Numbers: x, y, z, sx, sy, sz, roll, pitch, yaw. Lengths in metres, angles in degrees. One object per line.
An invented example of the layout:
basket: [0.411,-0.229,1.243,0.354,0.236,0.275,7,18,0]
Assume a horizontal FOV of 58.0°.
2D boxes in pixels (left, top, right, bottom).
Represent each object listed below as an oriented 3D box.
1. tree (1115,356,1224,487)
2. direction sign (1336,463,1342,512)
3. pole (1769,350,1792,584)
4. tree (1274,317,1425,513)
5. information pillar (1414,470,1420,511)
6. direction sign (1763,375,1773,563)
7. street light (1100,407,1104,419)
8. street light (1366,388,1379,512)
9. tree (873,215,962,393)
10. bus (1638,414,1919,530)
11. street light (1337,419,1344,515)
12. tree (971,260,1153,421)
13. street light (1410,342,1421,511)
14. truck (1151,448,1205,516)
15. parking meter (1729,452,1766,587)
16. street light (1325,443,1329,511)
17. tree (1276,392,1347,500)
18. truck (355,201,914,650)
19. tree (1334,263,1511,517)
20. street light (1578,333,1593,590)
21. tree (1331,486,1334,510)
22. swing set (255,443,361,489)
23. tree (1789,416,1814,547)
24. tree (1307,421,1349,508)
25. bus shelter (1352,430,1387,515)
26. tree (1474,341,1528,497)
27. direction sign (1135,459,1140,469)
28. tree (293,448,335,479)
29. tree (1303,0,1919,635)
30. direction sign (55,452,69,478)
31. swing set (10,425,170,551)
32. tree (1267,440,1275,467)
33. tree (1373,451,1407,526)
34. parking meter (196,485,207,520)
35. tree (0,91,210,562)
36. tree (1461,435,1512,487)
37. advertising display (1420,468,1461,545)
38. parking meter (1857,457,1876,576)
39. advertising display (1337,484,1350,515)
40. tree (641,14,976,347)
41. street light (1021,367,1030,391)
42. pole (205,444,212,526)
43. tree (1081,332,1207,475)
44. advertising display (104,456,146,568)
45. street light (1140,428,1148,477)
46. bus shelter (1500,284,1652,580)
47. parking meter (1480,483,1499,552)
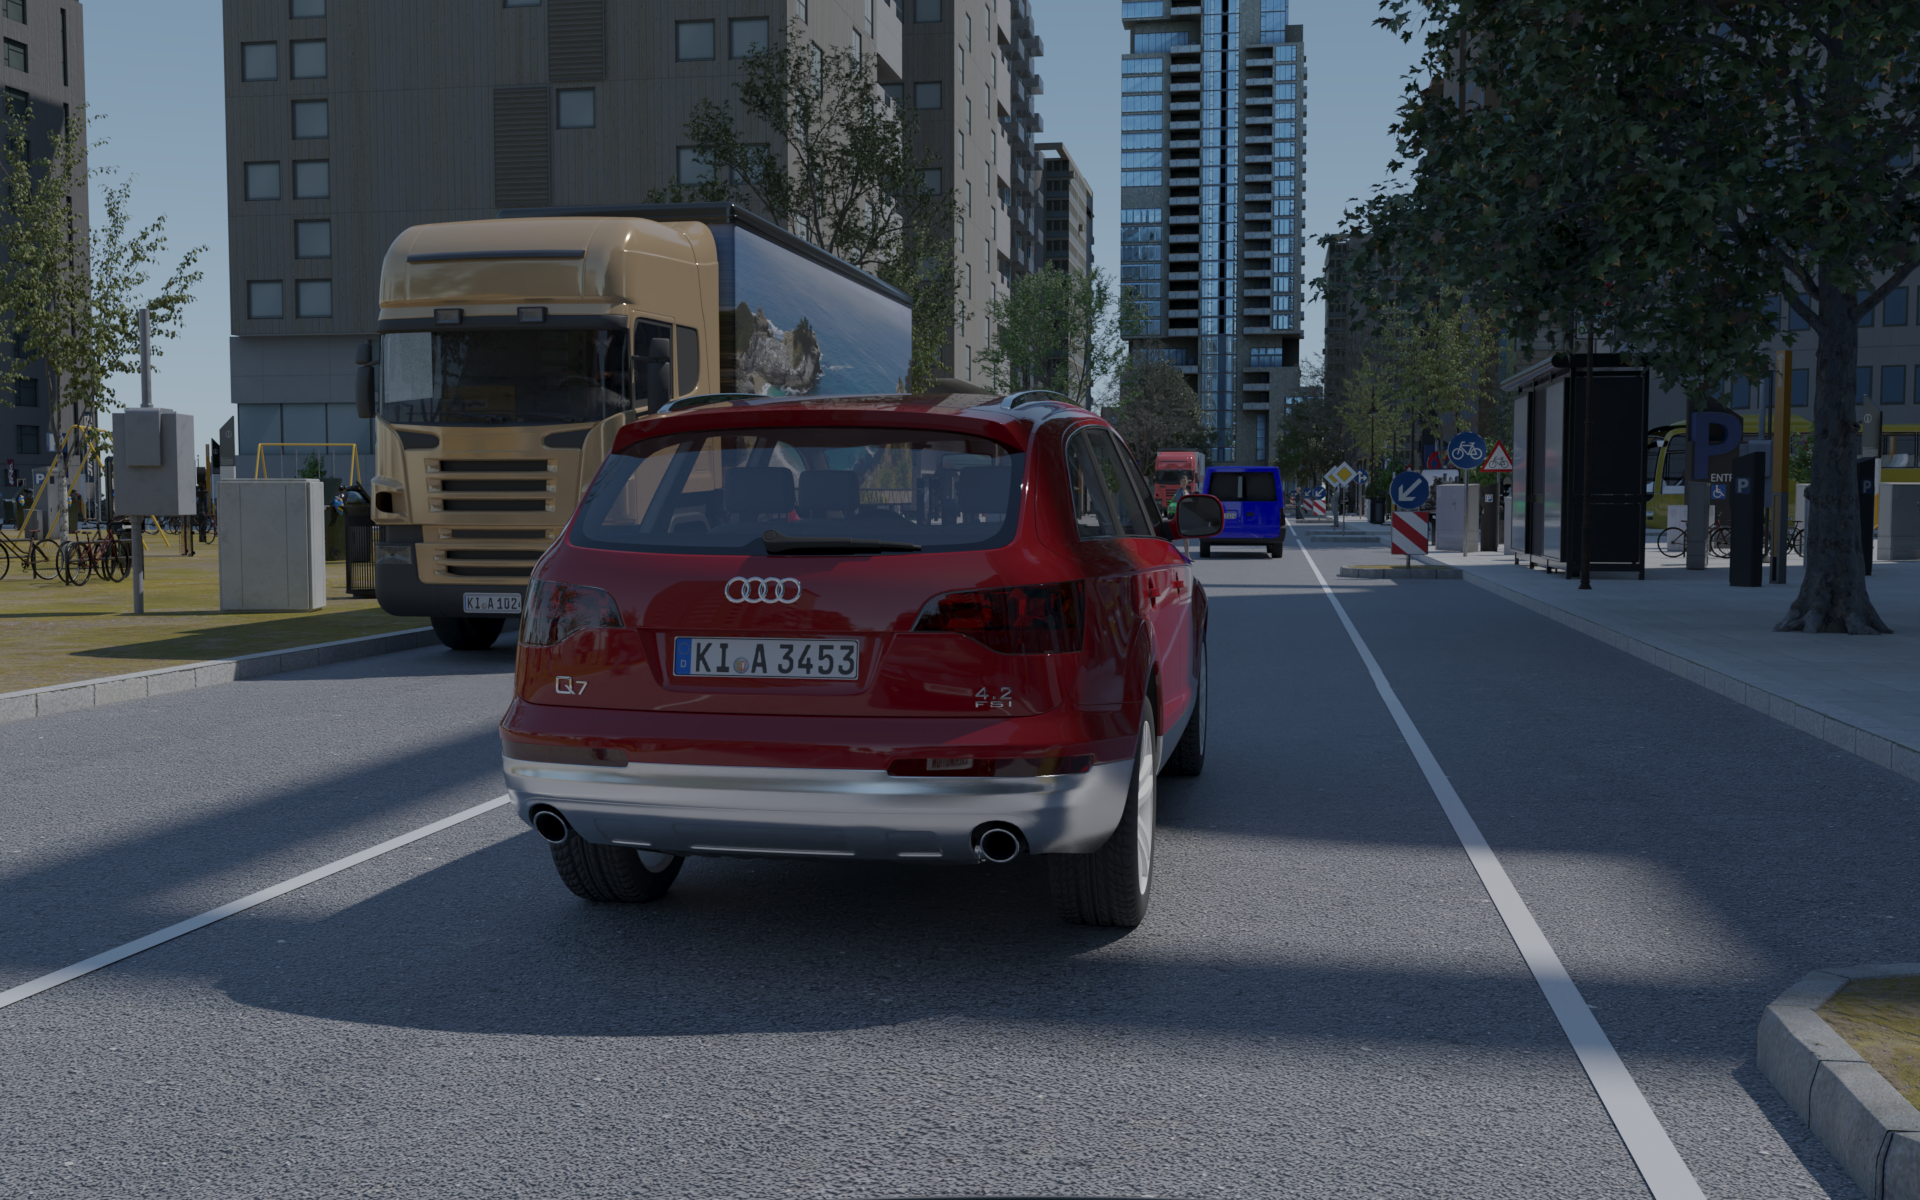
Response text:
tree: [16.436,-13.855,143.533,9.611,12.733,9.660,0,3,0]
direction sign: [27.823,-8.242,126.752,0.379,3.537,0.876,-2,4,-33]
pole: [11.699,-1.886,24.678,0.158,3.312,0.155,0,3,0]
tree: [26.637,-12.693,117.898,12.009,13.543,11.850,0,3,0]
information pillar: [14.127,-2.982,53.243,0.304,2.012,0.304,-2,4,-27]
direction sign: [15.031,-2.458,32.193,0.379,3.537,0.876,1,4,23]
street light: [7.523,-7.272,91.682,0.468,5.910,1.993,1,4,10]
street light: [17.968,-6.281,75.489,0.468,5.910,1.993,1,4,10]
tree: [-1.773,-5.818,45.482,4.737,8.622,4.395,0,3,0]
bus: [27.192,-3.807,53.785,12.252,3.916,2.896,1,4,9]
street light: [22.946,-8.054,104.475,0.468,5.910,1.993,1,4,10]
tree: [4.327,-9.171,75.709,9.928,11.665,9.643,0,3,0]
street light: [13.547,-4.832,51.796,0.468,5.910,1.993,1,4,10]
truck: [13.771,-7.314,108.504,2.839,4.237,11.283,1,4,11]
parking meter: [10.905,-1.119,24.015,0.255,1.863,0.399,-2,4,-33]
street light: [28.201,-9.795,132.941,0.468,5.910,1.993,1,4,10]
tree: [35.566,-15.169,173.760,9.928,11.665,9.643,0,3,0]
truck: [-2.922,-1.846,19.095,2.839,4.237,11.283,1,4,11]
tree: [13.217,-5.947,47.593,4.737,8.622,4.395,0,3,0]
street light: [8.422,-3.081,23.157,0.468,5.910,1.993,1,4,10]
tree: [30.937,-9.029,142.218,1.663,3.219,1.824,0,3,0]
swing set: [-20.143,-3.441,53.880,3.119,2.851,2.862,0,4,-8]
tree: [20.885,-2.912,42.214,1.663,3.219,1.824,0,3,0]
tree: [35.083,-13.118,164.848,4.360,8.622,3.978,0,3,0]
bus shelter: [25.306,-7.884,106.531,2.179,5.291,8.768,1,4,10]
tree: [26.107,-8.033,81.703,4.360,8.622,3.978,0,3,0]
direction sign: [11.413,-7.439,113.627,0.876,3.537,0.379,3,4,38]
tree: [-26.937,-4.768,72.554,1.663,3.219,1.824,0,3,0]
tree: [8.066,-6.049,15.903,9.611,12.733,9.660,0,3,0]
direction sign: [-43.362,-5.608,83.683,0.379,3.537,0.876,0,4,8]
swing set: [-20.392,-2.637,40.729,2.862,2.851,3.119,-1,4,-15]
tree: [41.172,-17.651,205.607,9.611,12.733,9.660,0,3,0]
tree: [17.765,-4.642,70.492,1.663,3.219,1.824,0,3,0]
parking meter: [-35.554,-4.623,81.294,0.255,1.863,0.399,0,4,0]
tree: [-16.728,-5.027,32.552,4.737,8.622,4.395,0,3,0]
tree: [29.468,-6.891,96.374,4.285,4.588,4.351,0,3,0]
advertising display: [11.962,-2.322,43.182,0.974,1.923,0.123,1,4,23]
parking meter: [14.122,-1.315,27.218,0.399,1.863,0.255,-1,4,-20]
advertising display: [24.026,-6.328,108.681,0.123,1.923,0.974,-3,5,-43]
tree: [-3.420,-6.143,34.856,8.767,10.594,7.601,1,4,19]
street light: [2.411,-5.523,63.092,0.468,5.910,1.993,1,4,10]
pole: [-30.632,-4.694,70.594,0.158,3.312,0.155,0,3,0]
tree: [13.781,-13.487,130.877,12.009,13.543,11.850,0,3,0]
advertising display: [-14.512,-1.524,30.128,0.123,1.923,0.974,0,4,7]
street light: [12.753,-9.036,120.520,0.468,5.910,1.993,1,4,10]
bus shelter: [10.639,-3.196,29.884,2.179,5.291,8.768,1,4,10]
parking meter: [11.831,-1.853,38.701,0.372,1.533,0.369,0,3,0]
